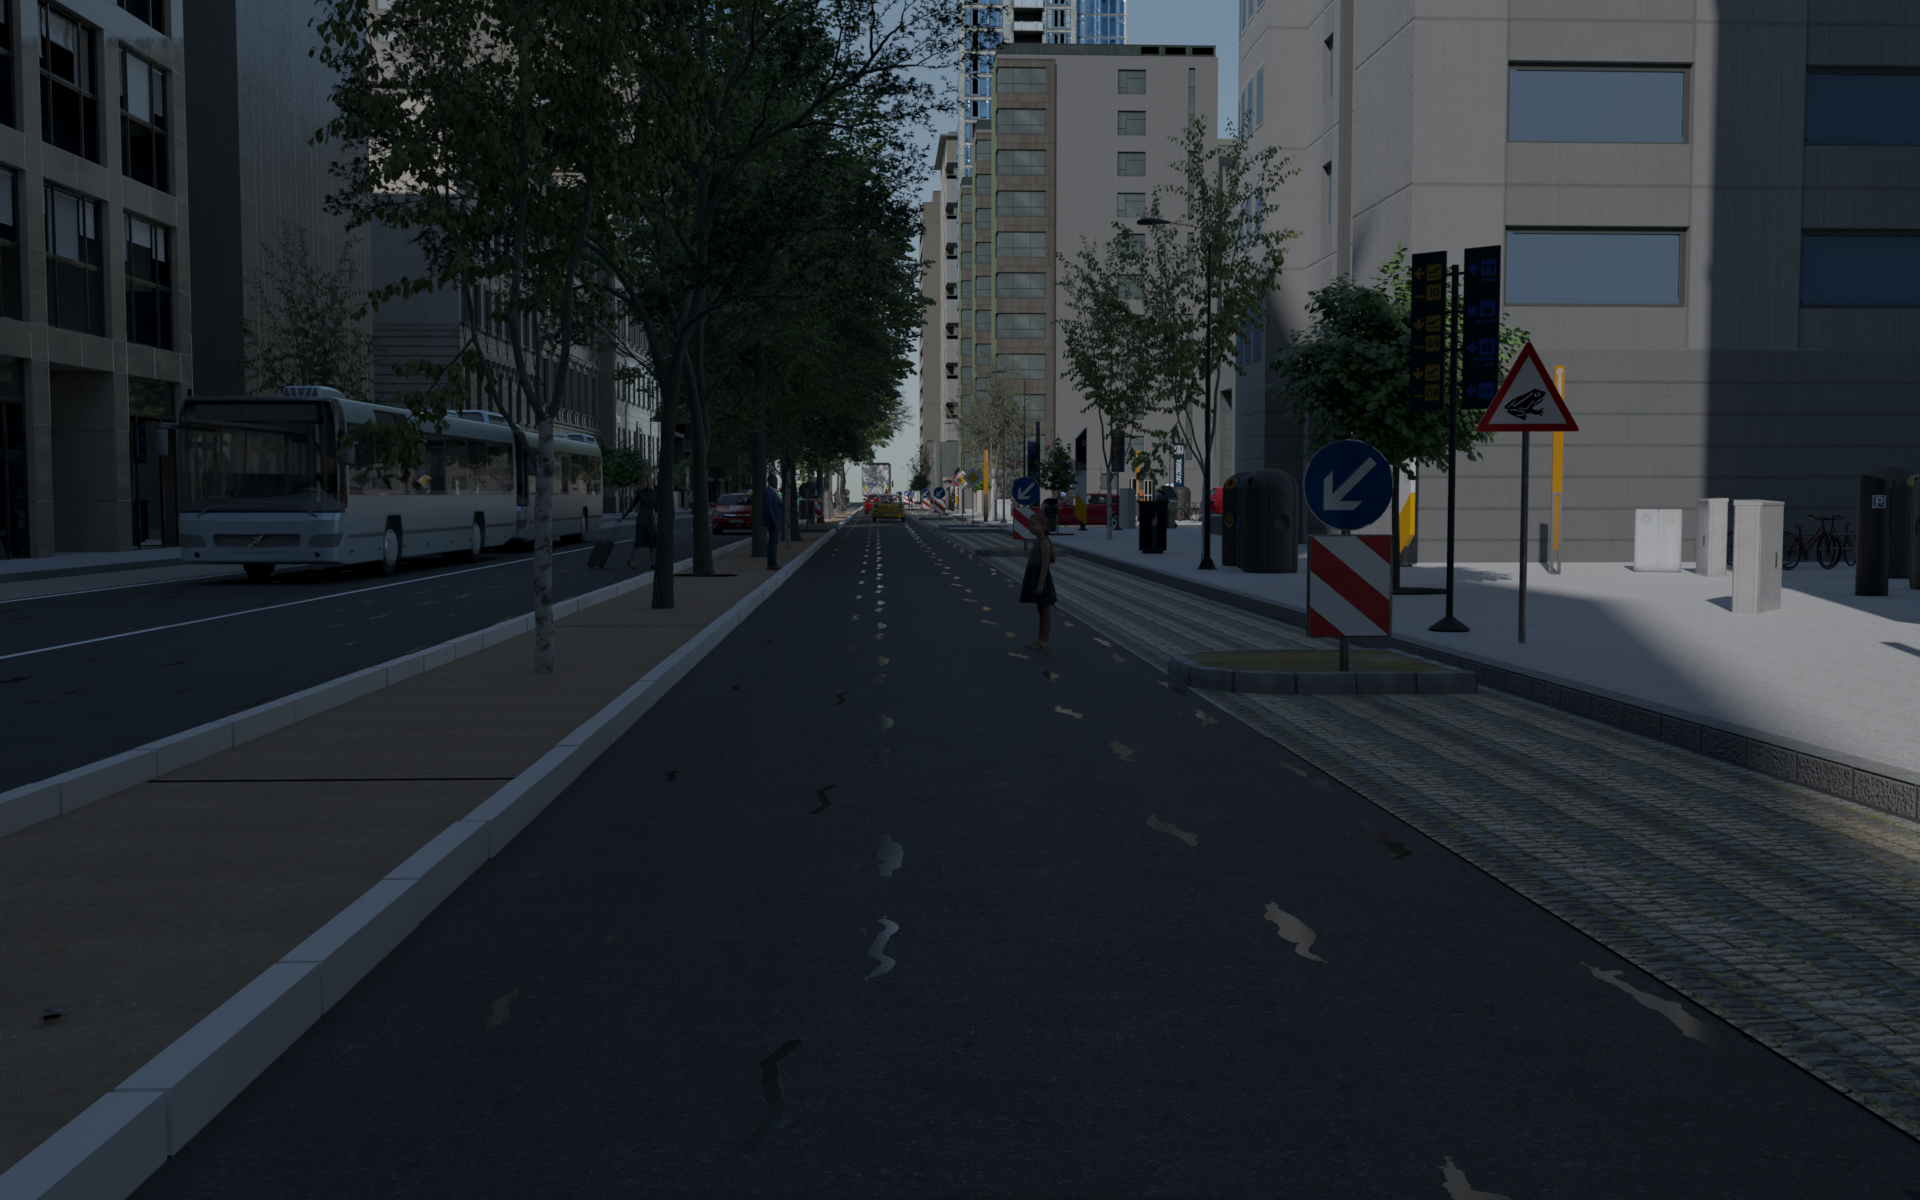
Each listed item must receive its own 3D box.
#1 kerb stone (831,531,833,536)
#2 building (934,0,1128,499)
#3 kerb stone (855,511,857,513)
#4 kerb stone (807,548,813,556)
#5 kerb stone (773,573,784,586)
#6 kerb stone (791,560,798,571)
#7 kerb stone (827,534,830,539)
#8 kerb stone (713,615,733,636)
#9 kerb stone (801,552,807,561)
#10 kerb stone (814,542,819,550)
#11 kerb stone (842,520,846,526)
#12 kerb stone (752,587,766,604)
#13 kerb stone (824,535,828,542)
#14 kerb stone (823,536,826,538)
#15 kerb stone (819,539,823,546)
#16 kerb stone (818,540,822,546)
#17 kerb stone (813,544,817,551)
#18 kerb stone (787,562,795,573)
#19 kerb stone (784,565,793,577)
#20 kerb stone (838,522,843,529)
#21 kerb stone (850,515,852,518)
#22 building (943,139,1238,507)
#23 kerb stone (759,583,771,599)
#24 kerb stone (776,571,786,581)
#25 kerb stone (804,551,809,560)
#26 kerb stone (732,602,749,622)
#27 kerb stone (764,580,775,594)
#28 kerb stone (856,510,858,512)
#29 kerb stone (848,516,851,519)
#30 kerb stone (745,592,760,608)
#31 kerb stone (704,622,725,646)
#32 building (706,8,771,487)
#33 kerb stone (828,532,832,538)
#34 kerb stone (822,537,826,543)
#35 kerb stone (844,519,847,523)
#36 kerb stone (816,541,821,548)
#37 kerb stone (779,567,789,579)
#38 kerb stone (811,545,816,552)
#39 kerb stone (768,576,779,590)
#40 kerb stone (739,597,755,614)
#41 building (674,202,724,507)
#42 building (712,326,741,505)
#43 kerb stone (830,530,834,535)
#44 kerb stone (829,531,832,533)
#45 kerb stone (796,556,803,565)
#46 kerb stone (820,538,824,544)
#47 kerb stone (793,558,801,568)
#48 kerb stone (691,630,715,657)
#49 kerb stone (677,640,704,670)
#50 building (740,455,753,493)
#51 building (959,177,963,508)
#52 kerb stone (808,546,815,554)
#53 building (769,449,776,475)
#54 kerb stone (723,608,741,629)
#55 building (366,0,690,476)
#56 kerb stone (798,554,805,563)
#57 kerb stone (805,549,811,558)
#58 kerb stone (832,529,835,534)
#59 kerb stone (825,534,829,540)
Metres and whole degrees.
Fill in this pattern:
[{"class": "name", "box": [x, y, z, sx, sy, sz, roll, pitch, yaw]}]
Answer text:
[{"class": "kerb stone", "box": [-4.292, -2.097, 56.487, 0.120, 0.150, 1.000, 0, 4, -3]}, {"class": "building", "box": [8.511, -54.599, 205.365, 22.319, 86.520, 31.000, 0, 4, -3]}, {"class": "kerb stone", "box": [-7.159, -5.760, 116.378, 0.120, 0.150, 1.000, 0, 4, -3]}, {"class": "kerb stone", "box": [-3.452, -1.028, 39.063, 0.120, 0.150, 1.000, 0, 4, -3]}, {"class": "kerb stone", "box": [-2.855, -0.280, 26.773, 0.120, 0.150, 1.000, 0, 4, -3]}, {"class": "kerb stone", "box": [-3.113, -0.593, 31.896, 0.120, 0.150, 1.000, 0, 4, -3]}, {"class": "kerb stone", "box": [-4.093, -1.844, 52.381, 0.120, 0.150, 1.000, 0, 4, -3]}, {"class": "kerb stone", "box": [-2.426, 0.285, 17.541, 0.120, 0.150, 1.000, 0, 4, -3]}, {"class": "kerb stone", "box": [-3.307, -0.844, 35.991, 0.120, 0.150, 1.000, 0, 4, -3]}, {"class": "kerb stone", "box": [-3.650, -1.283, 43.167, 0.120, 0.150, 1.000, 0, 4, -3]}, {"class": "kerb stone", "box": [-5.299, -3.372, 77.472, 0.120, 0.150, 1.000, 0, 4, -3]}, {"class": "kerb stone", "box": [-2.668, -0.029, 22.667, 0.120, 0.150, 1.000, 0, 4, -3]}, {"class": "kerb stone", "box": [-3.998, -1.721, 50.330, 0.120, 0.150, 1.000, 0, 4, -3]}, {"class": "kerb stone", "box": [-3.950, -1.655, 49.309, 0.120, 0.150, 1.000, 0, 4, -3]}, {"class": "kerb stone", "box": [-3.800, -1.471, 46.246, 0.120, 0.150, 1.000, 0, 4, -3]}, {"class": "kerb stone", "box": [-3.744, -1.408, 45.221, 0.120, 0.150, 1.000, 0, 4, -3]}, {"class": "kerb stone", "box": [-3.608, -1.217, 42.138, 0.120, 0.150, 1.000, 0, 4, -3]}, {"class": "kerb stone", "box": [-3.066, -0.531, 30.874, 0.120, 0.150, 1.000, 0, 4, -3]}, {"class": "kerb stone", "box": [-3.008, -0.464, 29.854, 0.120, 0.150, 1.000, 0, 4, -3]}, {"class": "kerb stone", "box": [-5.045, -3.067, 72.354, 0.120, 0.150, 1.000, 0, 4, -3]}, {"class": "kerb stone", "box": [-6.132, -4.443, 94.872, 0.120, 0.150, 1.000, 0, 4, -3]}, {"class": "building", "box": [14.505, -29.829, 179.588, 32.217, 40.220, 23.993, 0, 4, -3]}, {"class": "kerb stone", "box": [-2.710, -0.091, 23.691, 0.120, 0.150, 1.000, 0, 4, -3]}, {"class": "kerb stone", "box": [-2.914, -0.335, 27.797, 0.120, 0.150, 1.000, 0, 4, -3]}, {"class": "kerb stone", "box": [-3.360, -0.907, 37.020, 0.120, 0.150, 1.000, 0, 4, -3]}, {"class": "kerb stone", "box": [-2.516, 0.159, 19.600, 0.120, 0.150, 1.000, 0, 4, -3]}, {"class": "kerb stone", "box": [-2.761, -0.154, 24.719, 0.120, 0.150, 1.000, 0, 4, -3]}, {"class": "kerb stone", "box": [-7.352, -6.011, 120.482, 0.120, 0.150, 1.000, 0, 4, -3]}, {"class": "kerb stone", "box": [-5.940, -4.195, 90.783, 0.120, 0.150, 1.000, 0, 4, -3]}, {"class": "kerb stone", "box": [-2.623, 0.034, 21.644, 0.120, 0.150, 1.000, 0, 4, -3]}, {"class": "kerb stone", "box": [-2.374, 0.347, 16.517, 0.120, 0.150, 1.000, 0, 4, -3]}, {"class": "building", "box": [-41.136, -58.810, 274.212, 22.319, 86.520, 31.000, 0, 4, -3]}, {"class": "kerb stone", "box": [-4.190, -1.972, 54.438, 0.120, 0.150, 1.000, 0, 4, -3]}, {"class": "kerb stone", "box": [-3.890, -1.590, 48.289, 0.120, 0.150, 1.000, 0, 4, -3]}, {"class": "kerb stone", "box": [-5.393, -3.506, 79.513, 0.120, 0.150, 1.000, 0, 4, -3]}, {"class": "kerb stone", "box": [-3.698, -1.344, 44.197, 0.120, 0.150, 1.000, 0, 4, -3]}, {"class": "kerb stone", "box": [-2.969, -0.406, 28.832, 0.120, 0.150, 1.000, 0, 4, -3]}, {"class": "kerb stone", "box": [-3.550, -1.157, 41.117, 0.120, 0.150, 1.000, 0, 4, -3]}, {"class": "kerb stone", "box": [-2.814, -0.217, 25.748, 0.120, 0.150, 1.000, 0, 4, -3]}, {"class": "kerb stone", "box": [-2.572, 0.096, 20.621, 0.120, 0.150, 1.000, 0, 4, -3]}, {"class": "building", "box": [-37.576, -32.630, 188.118, 22.147, 44.769, 28.867, 0, 4, -3]}, {"class": "building", "box": [-34.273, -26.843, 210.586, 14.160, 30.474, 14.107, 0, 4, -3]}, {"class": "kerb stone", "box": [-4.339, -2.159, 57.508, 0.120, 0.150, 1.000, 0, 4, -3]}, {"class": "kerb stone", "box": [-4.240, -2.034, 55.459, 0.120, 0.150, 1.000, 0, 4, -3]}, {"class": "kerb stone", "box": [-3.206, -0.718, 33.940, 0.120, 0.150, 1.000, 0, 4, -3]}, {"class": "kerb stone", "box": [-3.855, -1.531, 47.267, 0.120, 0.150, 1.000, 0, 4, -3]}, {"class": "kerb stone", "box": [-3.162, -0.651, 32.917, 0.120, 0.150, 1.000, 0, 4, -3]}, {"class": "kerb stone", "box": [-2.324, 0.410, 15.493, 0.120, 0.150, 1.000, 0, 4, -3]}, {"class": "kerb stone", "box": [-2.275, 0.472, 14.472, 0.120, 0.150, 1.000, 0, 4, -3]}, {"class": "building", "box": [-39.562, -36.148, 245.649, 22.147, 44.769, 28.867, 0, 4, -3]}, {"class": "building", "box": [6.804, -23.779, 160.482, 14.160, 30.474, 14.107, 0, 4, -3]}, {"class": "kerb stone", "box": [-3.500, -1.094, 40.090, 0.120, 0.150, 1.000, 0, 4, -3]}, {"class": "building", "box": [-39.192, -39.635, 298.146, 14.600, 45.320, 14.200, 0, 4, -3]}, {"class": "kerb stone", "box": [-2.476, 0.225, 18.572, 0.120, 0.150, 1.000, 0, 4, -3]}, {"class": "building", "box": [-39.508, -34.871, 159.375, 28.713, 52.752, 27.495, 0, 4, -3]}, {"class": "kerb stone", "box": [-3.256, -0.779, 34.966, 0.120, 0.150, 1.000, 0, 4, -3]}, {"class": "kerb stone", "box": [-3.401, -0.965, 38.042, 0.120, 0.150, 1.000, 0, 4, -3]}, {"class": "kerb stone", "box": [-4.382, -2.222, 58.529, 0.120, 0.150, 1.000, 0, 4, -3]}, {"class": "kerb stone", "box": [-4.040, -1.784, 51.360, 0.120, 0.150, 1.000, 0, 4, -3]}]
